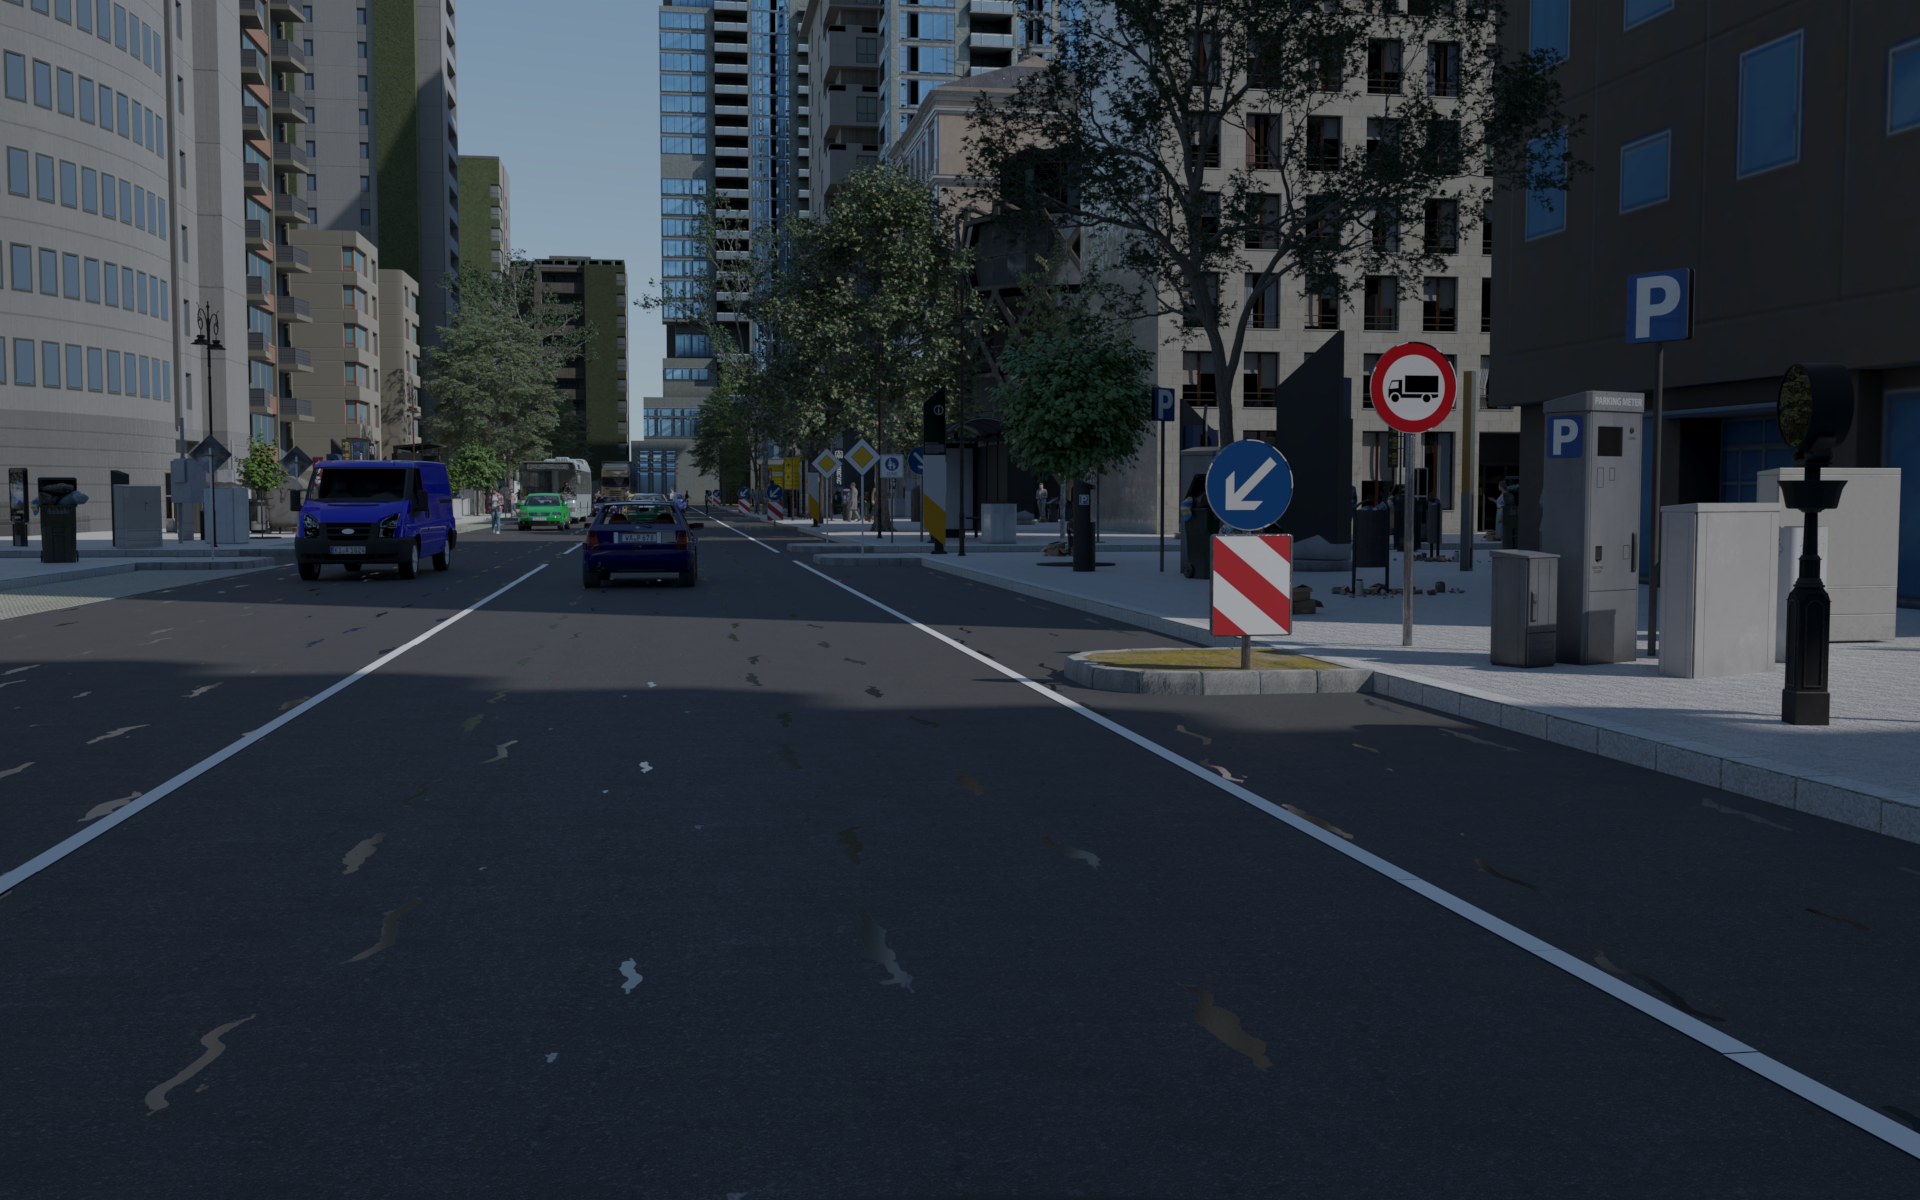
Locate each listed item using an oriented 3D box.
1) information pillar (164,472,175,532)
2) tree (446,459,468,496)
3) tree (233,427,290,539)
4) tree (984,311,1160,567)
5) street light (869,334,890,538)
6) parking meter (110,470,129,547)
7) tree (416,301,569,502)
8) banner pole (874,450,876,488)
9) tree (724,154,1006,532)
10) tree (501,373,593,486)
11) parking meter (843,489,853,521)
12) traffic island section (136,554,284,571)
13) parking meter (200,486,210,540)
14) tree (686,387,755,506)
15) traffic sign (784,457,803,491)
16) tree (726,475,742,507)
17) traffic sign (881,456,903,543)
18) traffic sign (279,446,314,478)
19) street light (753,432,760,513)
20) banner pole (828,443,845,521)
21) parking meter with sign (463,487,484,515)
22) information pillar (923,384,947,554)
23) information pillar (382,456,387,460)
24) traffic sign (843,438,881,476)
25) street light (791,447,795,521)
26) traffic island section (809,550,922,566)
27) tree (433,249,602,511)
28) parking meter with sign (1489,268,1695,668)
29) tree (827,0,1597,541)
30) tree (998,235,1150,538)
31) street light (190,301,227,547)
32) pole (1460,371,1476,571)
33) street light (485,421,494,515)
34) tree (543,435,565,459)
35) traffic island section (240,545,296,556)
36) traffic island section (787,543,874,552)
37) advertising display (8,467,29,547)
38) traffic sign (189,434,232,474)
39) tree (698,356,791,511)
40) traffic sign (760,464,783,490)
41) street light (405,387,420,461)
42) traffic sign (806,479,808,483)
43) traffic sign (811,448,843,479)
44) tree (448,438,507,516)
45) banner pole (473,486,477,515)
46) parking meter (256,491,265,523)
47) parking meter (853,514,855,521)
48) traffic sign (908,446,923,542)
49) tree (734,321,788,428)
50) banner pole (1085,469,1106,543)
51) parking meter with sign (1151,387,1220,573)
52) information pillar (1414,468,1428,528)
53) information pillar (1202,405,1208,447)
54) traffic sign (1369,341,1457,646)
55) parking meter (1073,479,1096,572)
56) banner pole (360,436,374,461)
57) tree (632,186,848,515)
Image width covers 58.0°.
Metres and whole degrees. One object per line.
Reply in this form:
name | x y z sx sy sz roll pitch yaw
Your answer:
information pillar | -26.455 -3.281 58.136 0.304 2.012 0.304 1 4 15
tree | -27.729 -6.136 94.924 1.663 3.219 1.824 0 3 0
tree | -20.016 -3.385 49.939 1.663 3.219 1.824 0 3 0
tree | 2.029 -2.895 31.053 4.285 4.588 4.351 0 3 0
street light | -2.328 -4.722 49.985 0.468 5.910 1.993 -1 4 -10
parking meter | -20.444 -2.232 42.205 0.399 1.863 0.255 1 4 20
tree | -31.289 -12.773 115.490 9.857 13.997 8.962 0 3 0
banner pole | -4.135 -5.770 84.357 0.401 3.779 0.863 0 4 -1
tree | -2.713 -8.665 58.681 9.611 12.733 9.660 0 3 0
tree | -38.567 -14.687 158.259 7.486 12.596 7.792 0 3 0
parking meter | -5.387 -4.521 82.336 0.372 1.533 0.369 0 3 0
traffic island section | -14.641 -0.708 33.858 2.009 0.180 2.903 -1 4 -10
parking meter | -21.001 -2.440 48.301 0.372 1.533 0.369 0 3 0
tree | -25.221 -16.193 182.877 7.486 12.596 7.792 0 3 0
traffic sign | -8.643 -6.259 96.206 2.265 3.308 0.079 0 4 -7
tree | -23.136 -11.163 177.115 1.663 3.219 1.824 0 3 0
traffic sign | -1.771 -2.627 45.083 0.606 2.300 0.079 0 4 -3
traffic sign | -15.957 -2.414 41.667 0.795 2.593 0.064 -1 4 -10
street light | -13.773 -8.826 117.095 0.468 5.910 1.993 -1 4 -10
banner pole | -5.940 -5.677 82.838 0.863 3.779 0.401 -1 4 -14
parking meter with sign | -30.120 -6.726 106.225 1.738 3.016 0.543 -1 4 -14
information pillar | -0.533 -2.786 36.904 0.504 3.616 0.183 0 4 -8
information pillar | -35.116 -6.987 105.590 0.183 3.616 0.504 2 4 25
traffic sign | -2.002 -2.062 35.910 0.795 2.593 0.064 -1 4 -10
street light | -8.040 -6.750 83.152 0.468 5.910 1.993 -1 4 -10
traffic island section | -1.980 -0.839 35.997 2.009 0.180 2.903 -1 4 -10
tree | -33.123 -16.869 131.699 12.611 20.169 13.585 0 3 0
parking meter with sign | 4.796 -1.036 13.207 1.738 3.016 0.543 -2 4 -33
tree | 3.512 -5.332 21.583 8.767 10.594 7.601 1 4 21
tree | 3.204 -6.088 49.897 4.737 8.622 4.395 0 3 0
street light | -18.006 -4.210 41.628 0.468 5.910 1.993 -1 4 -10
pole | 8.445 -2.137 28.785 0.158 3.312 0.155 0 3 0
street light | -29.330 -8.269 107.979 0.468 5.910 1.993 -1 4 -10
tree | -41.835 -13.799 175.968 4.360 8.622 3.978 0 3 0
traffic island section | -15.979 -1.190 41.730 2.009 0.180 2.903 -1 4 -10
traffic island section | -3.318 -1.320 43.869 2.009 0.180 2.903 -1 4 -10
advertising display | -23.011 -2.272 42.361 0.974 1.923 0.123 3 5 43
traffic sign | -14.619 -1.933 33.794 0.795 2.593 0.064 -1 4 -10
tree | -15.433 -12.524 130.526 9.928 11.665 9.643 0 3 0
traffic sign | -12.513 -7.624 118.527 2.265 3.308 0.079 0 4 -6
street light | -23.595 -6.240 74.816 0.468 5.910 1.993 -1 4 -10
traffic sign | -7.115 -5.181 84.705 0.884 2.594 0.081 0 4 -3
traffic sign | -3.340 -2.544 43.783 0.795 2.593 0.064 -1 4 -10
tree | -28.086 -7.167 100.890 4.285 4.588 4.351 0 3 0
banner pole | -28.956 -6.937 103.431 0.401 3.779 0.863 0 4 3
parking meter | -30.662 -4.131 75.945 0.372 1.533 0.369 0 3 0
parking meter | -5.268 -4.618 83.914 0.372 1.533 0.369 0 3 0
traffic sign | -1.029 -2.834 46.435 0.768 2.556 0.104 -1 4 -8
tree | -6.167 -8.571 74.555 8.767 10.594 7.601 1 4 16
banner pole | 3.496 -3.383 45.332 0.401 3.779 0.863 3 4 37
parking meter with sign | 3.934 -1.934 27.888 1.738 3.016 0.543 3 5 43
information pillar | 12.846 -2.682 48.348 0.304 2.012 0.304 -1 4 -10
information pillar | 6.411 -3.304 45.374 0.183 3.616 0.504 1 4 13
traffic sign | 3.782 -0.884 14.565 0.768 2.556 0.104 -1 4 -9
parking meter | 2.060 -1.240 28.691 0.372 1.533 0.369 0 3 0
banner pole | -25.476 -5.192 74.899 0.401 3.779 0.863 0 4 6
tree | -13.420 -15.413 107.889 12.611 20.169 13.585 0 3 0
